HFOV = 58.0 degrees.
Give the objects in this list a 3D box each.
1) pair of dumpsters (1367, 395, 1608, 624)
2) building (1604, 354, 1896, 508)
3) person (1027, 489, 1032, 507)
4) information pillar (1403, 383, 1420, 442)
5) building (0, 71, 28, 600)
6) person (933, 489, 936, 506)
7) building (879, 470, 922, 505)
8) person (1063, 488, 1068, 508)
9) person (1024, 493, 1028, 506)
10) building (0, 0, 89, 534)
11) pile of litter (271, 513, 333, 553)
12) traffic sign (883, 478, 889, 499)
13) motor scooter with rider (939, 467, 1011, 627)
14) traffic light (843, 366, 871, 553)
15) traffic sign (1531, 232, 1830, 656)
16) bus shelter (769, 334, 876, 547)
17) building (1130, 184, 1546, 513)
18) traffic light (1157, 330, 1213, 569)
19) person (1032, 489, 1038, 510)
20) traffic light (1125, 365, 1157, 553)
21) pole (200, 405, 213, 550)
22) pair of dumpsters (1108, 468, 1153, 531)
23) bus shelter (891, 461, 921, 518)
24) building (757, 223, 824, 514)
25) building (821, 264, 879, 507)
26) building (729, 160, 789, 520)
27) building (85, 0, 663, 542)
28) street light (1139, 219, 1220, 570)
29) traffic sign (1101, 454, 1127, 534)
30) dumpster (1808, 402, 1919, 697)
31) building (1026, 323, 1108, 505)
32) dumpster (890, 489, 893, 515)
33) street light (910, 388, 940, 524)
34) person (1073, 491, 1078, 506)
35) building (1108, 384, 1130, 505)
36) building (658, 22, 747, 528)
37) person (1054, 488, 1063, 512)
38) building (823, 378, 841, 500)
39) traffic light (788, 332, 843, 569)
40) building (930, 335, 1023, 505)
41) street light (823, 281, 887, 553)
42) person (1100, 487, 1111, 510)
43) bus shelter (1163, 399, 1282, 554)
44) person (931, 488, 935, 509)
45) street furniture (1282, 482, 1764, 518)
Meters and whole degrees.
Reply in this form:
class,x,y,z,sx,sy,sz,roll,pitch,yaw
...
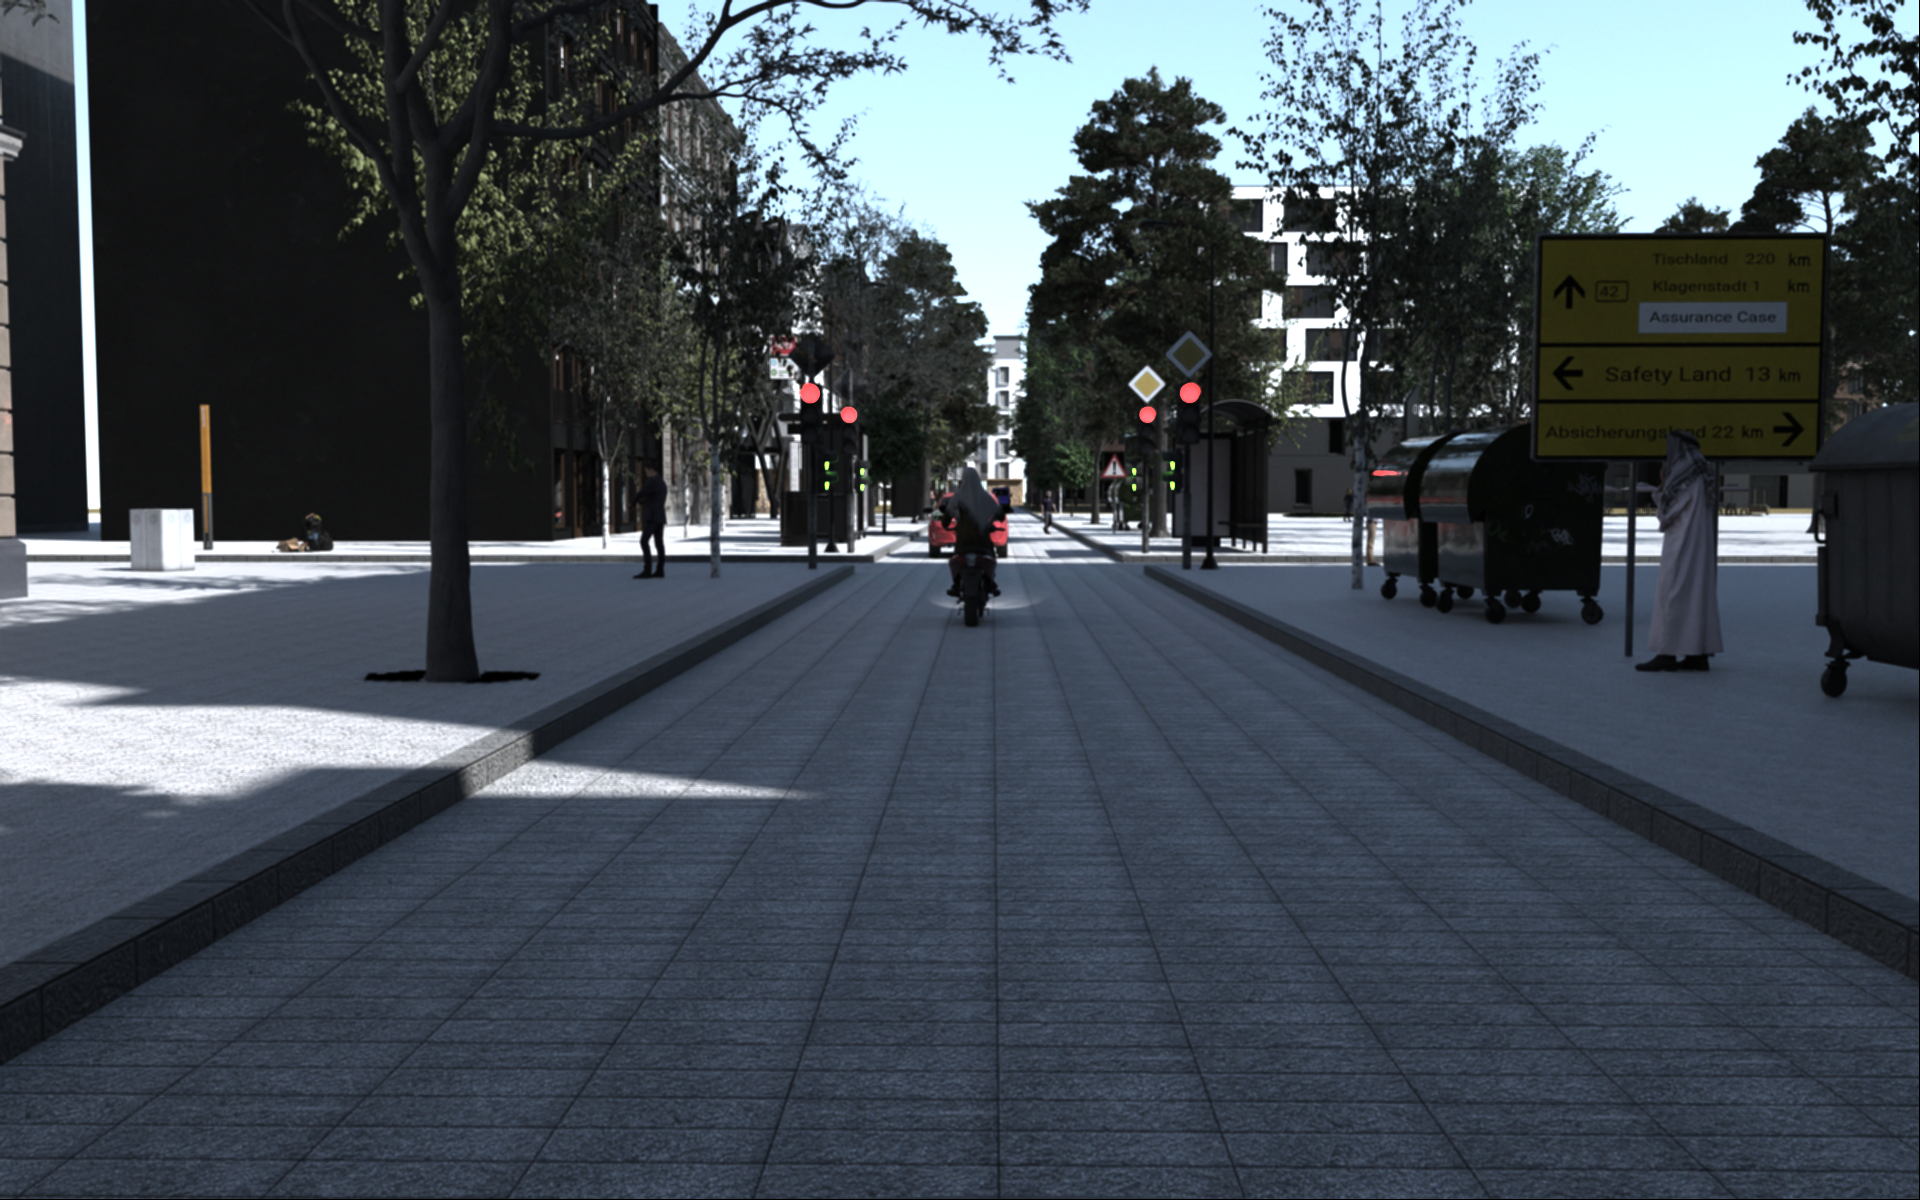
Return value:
class,x,y,z,sx,sy,sz,roll,pitch,yaw
pair of dumpsters,5.733,-1.012,19.043,1.574,2.255,4.436,0,4,1
building,66.507,-19.703,166.124,32.646,21.610,27.936,0,4,1
person,6.880,-9.957,169.562,0.721,1.743,1.217,0,4,-4
information pillar,9.521,-2.765,36.566,0.504,3.616,0.183,-3,5,-44
building,-21.455,-13.993,14.689,20.117,28.700,13.634,0,4,1
person,-2.951,-11.017,185.799,1.348,1.869,0.705,3,5,41
building,-17.882,-16.371,209.818,28.070,9.664,9.099,0,4,1
person,9.865,-9.509,161.376,0.599,1.838,0.709,0,4,7
person,7.063,-10.636,183.159,0.599,1.433,0.991,-2,4,-28
building,-45.536,-14.315,53.122,30.058,24.678,14.314,0,4,1
pile of litter,-14.717,-1.510,38.658,1.176,0.858,1.719,2,4,28
traffic sign,-3.367,-4.706,77.051,0.768,2.556,0.104,0,4,5
motor scooter with rider,0.188,-0.634,19.323,0.876,1.779,1.986,0,4,3
traffic light,-2.356,-2.954,37.549,0.839,4.213,0.868,0,4,1
traffic sign,5.615,-1.206,13.591,2.265,3.308,0.079,0,4,1
bus shelter,-3.639,-4.191,46.158,2.179,5.291,8.768,0,4,1
building,28.430,-17.554,130.987,27.936,21.610,32.646,0,4,1
traffic light,3.853,-2.460,29.462,0.839,4.213,0.868,0,4,1
person,6.193,-8.368,143.775,0.530,1.710,0.541,0,4,-5
traffic light,4.004,-2.948,37.445,0.839,4.213,0.868,0,4,1
pole,-17.259,-2.802,39.664,0.158,3.312,0.155,0,3,0
pair of dumpsters,6.186,-3.608,61.482,1.574,2.255,4.436,0,4,1
bus shelter,-2.748,-6.345,95.025,1.731,3.624,6.357,0,4,1
building,-17.367,-16.063,119.043,16.016,20.091,11.380,0,4,1
building,-24.822,-19.836,168.295,32.646,21.610,27.936,0,4,1
building,-17.750,-13.729,91.929,16.820,18.784,16.811,0,4,1
building,-16.988,-13.721,54.014,12.332,23.373,15.834,0,4,1
street light,3.728,-3.481,29.450,1.470,5.913,1.316,0,4,1
traffic sign,5.012,-3.439,56.231,0.884,2.594,0.081,0,4,6
dumpster,6.013,-0.270,10.178,1.264,1.857,1.865,0,4,1
building,24.830,-22.834,217.314,32.646,21.610,27.936,0,4,1
dumpster,-3.684,-6.161,106.494,1.264,1.857,1.865,0,4,1
street light,-1.456,-6.280,75.224,1.470,5.913,1.316,0,4,1
person,12.576,-11.170,189.373,0.721,1.736,1.217,2,4,28
building,29.384,-19.560,163.783,27.936,21.610,32.646,0,4,1
building,-16.191,-14.476,72.834,11.583,22.565,21.152,0,4,1
person,6.986,-7.098,123.007,0.530,1.710,0.541,-2,4,-27
building,-13.987,-12.072,139.528,9.099,9.664,28.070,0,4,1
traffic light,-2.507,-2.466,29.566,0.839,4.213,0.868,0,4,1
building,1.946,-21.765,212.274,11.380,20.091,16.016,0,4,1
street light,-2.282,-3.998,37.901,1.470,5.913,1.316,0,4,1
person,11.710,-7.979,136.579,1.350,1.814,0.705,-1,4,-11
bus shelter,5.896,-2.794,39.614,2.014,3.302,5.546,0,4,1
person,-1.952,-7.264,125.516,0.721,1.736,1.217,1,4,9
street furniture,32.213,-5.707,98.334,27.439,1.986,14.083,0,4,8
